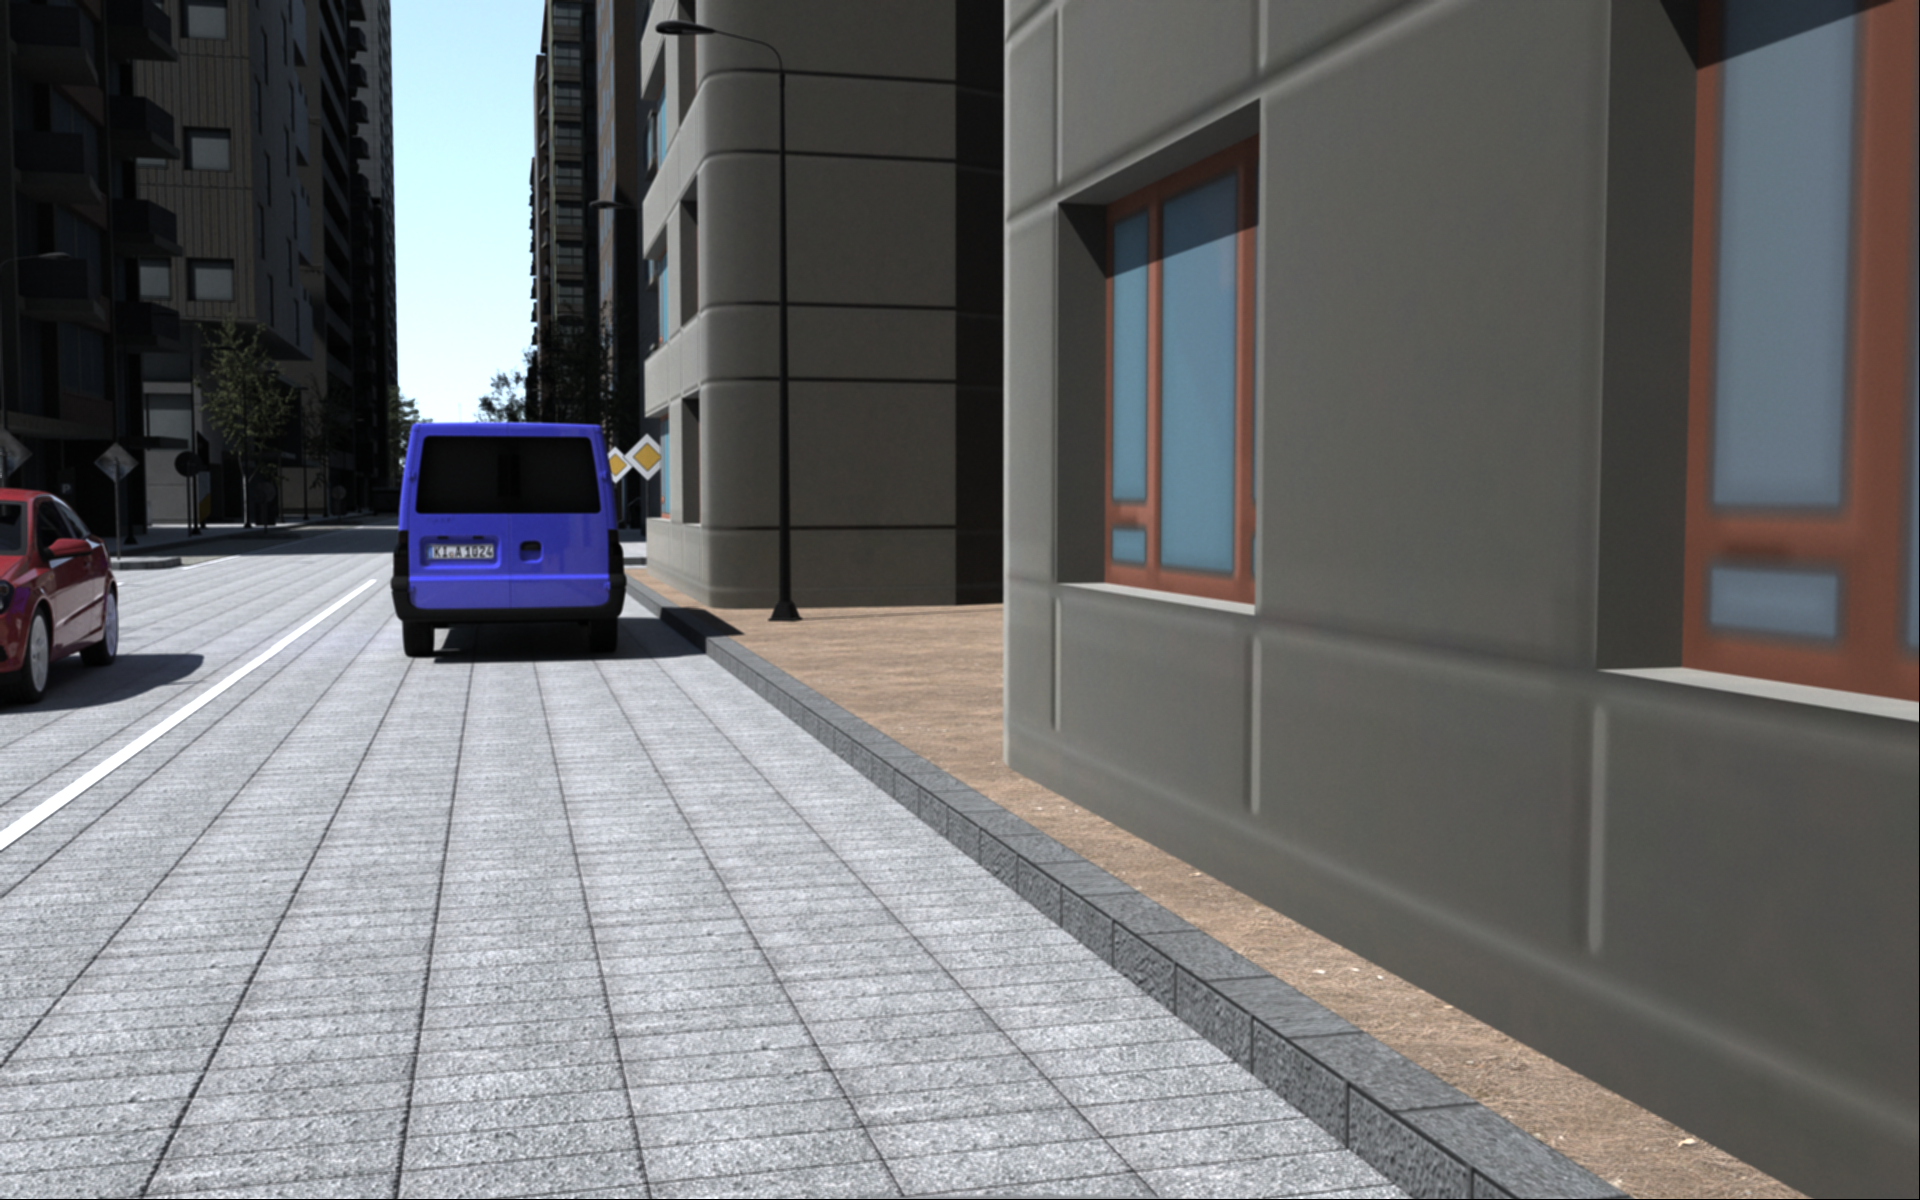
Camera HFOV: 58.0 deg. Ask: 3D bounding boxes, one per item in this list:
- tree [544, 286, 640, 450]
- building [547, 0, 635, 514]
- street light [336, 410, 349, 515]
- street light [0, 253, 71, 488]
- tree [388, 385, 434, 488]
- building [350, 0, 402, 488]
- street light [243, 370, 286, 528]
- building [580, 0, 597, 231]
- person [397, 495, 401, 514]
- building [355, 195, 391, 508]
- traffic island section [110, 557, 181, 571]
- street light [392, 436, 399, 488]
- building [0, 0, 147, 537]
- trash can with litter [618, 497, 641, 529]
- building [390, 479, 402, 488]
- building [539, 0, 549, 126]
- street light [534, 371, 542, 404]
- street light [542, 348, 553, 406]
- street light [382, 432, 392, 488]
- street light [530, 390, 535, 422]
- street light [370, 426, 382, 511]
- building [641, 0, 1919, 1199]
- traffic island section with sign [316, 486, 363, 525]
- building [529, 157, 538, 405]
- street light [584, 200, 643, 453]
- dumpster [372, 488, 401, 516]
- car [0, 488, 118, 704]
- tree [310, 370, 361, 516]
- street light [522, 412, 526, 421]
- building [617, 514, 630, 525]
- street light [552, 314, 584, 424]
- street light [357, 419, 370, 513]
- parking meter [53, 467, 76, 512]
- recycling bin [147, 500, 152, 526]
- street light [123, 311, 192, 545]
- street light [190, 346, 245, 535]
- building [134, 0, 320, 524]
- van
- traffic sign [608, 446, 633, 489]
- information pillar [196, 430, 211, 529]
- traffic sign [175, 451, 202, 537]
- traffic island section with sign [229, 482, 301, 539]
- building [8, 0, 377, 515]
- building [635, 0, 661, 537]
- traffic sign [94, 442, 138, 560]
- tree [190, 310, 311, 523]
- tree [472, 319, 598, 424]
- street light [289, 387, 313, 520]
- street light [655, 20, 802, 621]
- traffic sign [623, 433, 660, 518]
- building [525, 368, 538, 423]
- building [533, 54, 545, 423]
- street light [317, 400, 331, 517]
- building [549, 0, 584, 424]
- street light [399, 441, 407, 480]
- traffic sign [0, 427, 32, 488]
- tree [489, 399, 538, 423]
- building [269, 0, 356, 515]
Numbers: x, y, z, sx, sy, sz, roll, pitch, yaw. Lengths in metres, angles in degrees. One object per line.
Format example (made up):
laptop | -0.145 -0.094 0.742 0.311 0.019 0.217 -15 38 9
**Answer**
tree | -13.080 -6.857 62.476 4.737 8.622 4.395 0 3 0
building | -24.411 -29.602 134.097 14.600 45.320 14.200 -1 4 -15
street light | -34.650 -7.551 96.000 1.470 5.913 1.316 -1 4 -15
street light | -17.823 -3.722 33.392 1.470 5.913 1.316 -1 4 -15
tree | -59.112 -16.011 179.902 7.486 12.596 7.792 0 3 0
building | -85.595 -48.793 236.013 20.563 71.187 20.611 -1 4 -15
street light | -26.170 -5.647 64.875 1.470 5.913 1.316 -1 4 -15
building | -15.646 -20.341 104.284 14.160 30.474 14.107 -1 4 -15
person | -29.716 -5.109 92.526 0.515 1.767 0.782 2 4 31
building | -60.736 -23.759 160.168 14.160 30.474 14.107 -1 4 -15
traffic island section | -16.437 -0.704 33.795 2.009 0.180 2.903 -1 4 -15
street light | -46.113 -10.188 139.118 1.470 5.913 1.316 -1 4 -15
building | -33.176 -23.791 43.605 22.147 44.769 28.867 -1 4 -15
trash can with litter | -12.166 -3.204 63.778 1.055 1.170 0.624 -1 4 -19
building | -80.098 -30.712 194.022 32.217 40.220 23.993 -1 4 -15
building | -26.117 -30.659 155.903 22.147 44.769 28.867 -1 4 -15
street light | -15.235 -5.696 65.678 1.470 5.913 1.316 -1 4 -15
street light | -12.447 -5.059 55.259 1.470 5.913 1.316 -1 4 -15
street light | -43.284 -9.554 128.744 1.470 5.913 1.316 -1 4 -15
street light | -18.214 -6.383 76.904 1.470 5.913 1.316 -1 4 -15
street light | -40.505 -8.918 118.356 1.470 5.913 1.316 -1 4 -15
building | 12.044 -10.505 16.790 27.650 21.520 28.899 -1 4 -15
traffic island section with sign | -29.198 -4.460 81.552 1.989 1.847 2.006 -1 4 -15
building | -44.023 -34.822 223.956 22.147 44.769 28.867 -1 4 -15
street light | -5.168 -3.373 27.697 1.470 5.913 1.316 -1 4 -15
dumpster | -37.656 -6.455 113.757 1.865 1.857 1.264 -1 4 -16
car | -7.551 -0.235 12.890 2.155 1.783 4.494 -1 4 -17
tree | -37.648 -9.299 102.405 4.737 8.622 4.395 0 3 0
street light | -23.801 -7.653 97.672 1.470 5.913 1.316 -1 4 -15
building | -9.169 -26.205 78.565 14.600 45.320 14.200 -1 4 -15
street light | -9.689 -4.423 44.865 1.470 5.913 1.316 -1 4 -15
street light | -37.722 -8.270 107.751 1.470 5.913 1.316 -1 4 -15
parking meter | -19.532 -1.962 37.792 0.399 1.863 0.255 -3 4 -39
recycling bin | -32.730 -3.452 68.989 0.722 1.027 0.722 1 4 17
street light | -20.602 -4.375 44.077 1.470 5.913 1.316 -1 4 -15
street light | -23.515 -5.010 54.454 1.470 5.913 1.316 -1 4 -15
building | -45.986 -30.080 81.047 28.713 52.752 27.495 -1 4 -15
van | -4.434 -0.778 17.107 2.240 2.365 5.245 -1 4 -14
traffic sign | -7.188 -1.989 36.171 0.795 2.450 0.064 -1 4 -15
information pillar | -27.829 -4.425 63.707 0.504 3.616 0.183 1 4 17
traffic sign | -22.900 -3.139 51.425 0.768 2.556 0.104 -1 4 -9
traffic island section with sign | -22.246 -2.867 55.506 1.989 1.847 2.006 -1 4 -15
building | -59.039 -29.564 137.989 22.147 44.769 28.867 -1 4 -15
building | 1.336 -26.129 50.913 21.600 48.544 21.300 -1 4 -15
traffic sign | -16.416 -1.841 33.739 0.795 2.450 0.064 -1 4 -15
tree | -28.554 -7.267 69.180 4.737 8.622 4.395 0 3 0
tree | -21.612 -9.621 91.712 8.767 10.594 7.601 -1 4 -14
street light | -28.968 -6.282 75.257 1.470 5.913 1.316 -1 4 -15
street light | -2.300 -2.737 17.287 1.470 5.913 1.316 -1 4 -15
traffic sign | -5.130 -1.518 28.454 0.795 2.450 0.064 -1 4 -15
building | -49.017 -24.962 253.172 27.650 21.520 28.899 -1 4 -15
building | -35.737 -32.147 175.706 14.600 45.320 14.200 -1 4 -15
street light | -31.819 -6.916 85.626 1.470 5.913 1.316 -1 4 -15
building | -20.994 -26.665 119.574 14.154 41.232 14.086 -1 4 -15
street light | -49.162 -10.891 150.601 1.470 5.913 1.316 -1 4 -15
traffic sign | -14.358 -1.369 26.023 0.795 2.450 0.064 -1 4 -15
tree | -47.223 -16.104 189.060 9.928 11.665 9.643 0 3 0
building | -51.916 -29.915 112.811 21.300 48.544 21.600 -1 4 -15
